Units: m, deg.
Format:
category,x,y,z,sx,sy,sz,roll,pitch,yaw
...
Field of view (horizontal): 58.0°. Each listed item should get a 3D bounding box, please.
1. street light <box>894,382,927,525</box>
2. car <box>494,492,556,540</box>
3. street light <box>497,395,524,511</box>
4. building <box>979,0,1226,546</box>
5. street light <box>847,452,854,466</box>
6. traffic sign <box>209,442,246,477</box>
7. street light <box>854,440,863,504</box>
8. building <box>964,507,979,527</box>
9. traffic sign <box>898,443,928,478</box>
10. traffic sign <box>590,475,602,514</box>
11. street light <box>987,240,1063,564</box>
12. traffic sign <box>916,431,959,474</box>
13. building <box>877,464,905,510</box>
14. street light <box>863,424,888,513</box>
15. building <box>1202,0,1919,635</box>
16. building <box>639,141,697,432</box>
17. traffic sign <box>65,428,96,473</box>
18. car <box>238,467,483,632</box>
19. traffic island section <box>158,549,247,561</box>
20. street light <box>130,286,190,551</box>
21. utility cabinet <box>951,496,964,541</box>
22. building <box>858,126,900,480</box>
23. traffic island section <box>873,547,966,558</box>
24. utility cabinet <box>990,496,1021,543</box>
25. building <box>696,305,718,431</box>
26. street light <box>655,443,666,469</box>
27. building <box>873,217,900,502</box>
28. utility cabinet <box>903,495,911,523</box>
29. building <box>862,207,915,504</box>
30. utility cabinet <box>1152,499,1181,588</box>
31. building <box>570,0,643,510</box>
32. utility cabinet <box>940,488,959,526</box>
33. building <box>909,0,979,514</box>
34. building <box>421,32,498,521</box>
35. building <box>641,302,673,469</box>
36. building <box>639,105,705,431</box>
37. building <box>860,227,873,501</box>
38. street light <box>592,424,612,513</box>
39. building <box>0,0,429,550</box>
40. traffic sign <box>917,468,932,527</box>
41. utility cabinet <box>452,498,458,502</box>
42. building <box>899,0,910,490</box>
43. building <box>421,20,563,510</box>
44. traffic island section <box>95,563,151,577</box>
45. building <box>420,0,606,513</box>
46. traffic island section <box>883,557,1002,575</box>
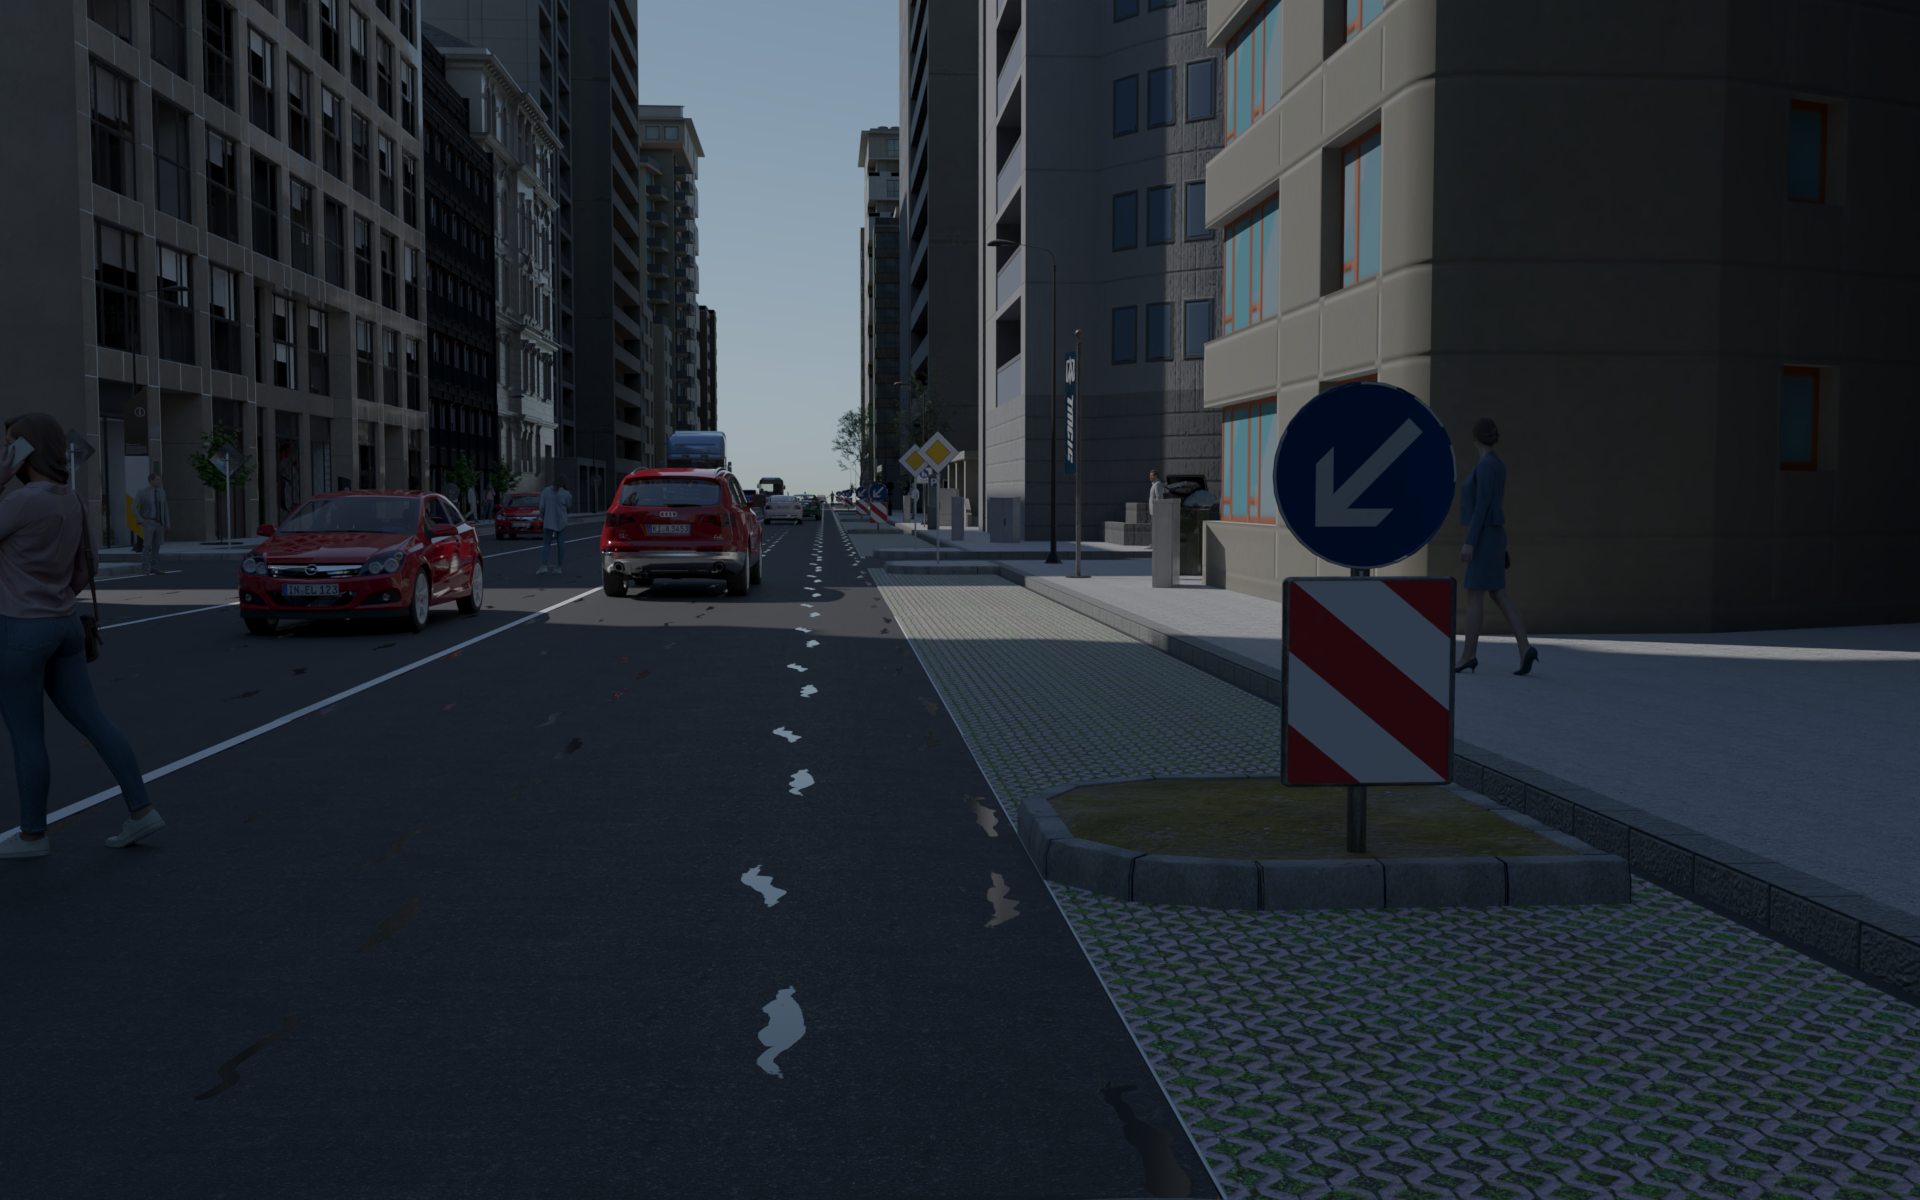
category,x,y,z,sx,sy,sz,roll,pitch,yaw
street light,-2.029,-6.089,72.104,1.470,5.913,1.316,0,4,-4
car,-13.843,-2.860,55.805,2.155,1.783,4.494,0,4,-6
street light,-21.135,-6.656,81.367,1.470,5.913,1.316,0,4,-4
building,15.364,-31.120,50.809,28.212,58.520,21.231,0,4,-4
street light,-11.480,-13.373,191.196,1.470,5.913,1.316,0,4,-4
traffic sign,-16.358,-2.233,38.703,0.795,2.593,0.064,0,4,-4
street light,-8.067,-10.726,147.905,1.470,5.913,1.316,0,4,-4
building,15.799,-23.401,74.484,32.217,40.220,23.993,0,4,-4
traffic sign,-1.009,-2.305,39.878,0.795,2.593,0.064,0,4,-4
traffic sign,-23.922,-6.950,113.731,0.768,2.556,0.104,0,4,1
street light,1.189,-3.626,31.818,1.470,5.913,1.316,0,4,-4
traffic sign,-0.387,-1.818,31.917,0.795,2.593,0.064,0,4,-4
building,2.742,-44.436,164.778,20.563,71.187,20.611,0,4,-4
street light,-5.488,-8.705,114.873,1.470,5.913,1.316,0,4,-4
building,18.356,-10.131,10.686,27.650,21.520,28.899,0,4,-4
building,-43.844,-34.004,210.595,22.147,44.769,28.867,0,4,-4
traffic sign,-15.736,-1.746,30.742,0.795,2.593,0.064,0,4,-4
car,-6.596,-0.632,19.370,2.155,1.783,4.494,0,4,-4
traffic island section,-16.381,-1.008,38.768,2.009,0.180,2.903,0,4,-4
street light,-17.875,-4.048,38.727,1.470,5.913,1.316,0,4,-4
utility cabinet,-0.051,-2.262,48.152,0.306,1.237,1.020,0,4,4
building,0.199,-40.155,245.773,28.713,52.752,27.495,0,4,-4
traffic island section,-0.986,-1.081,39.962,2.009,0.180,2.903,0,4,-4
utility cabinet,1.186,-2.113,45.715,0.306,1.237,1.020,-2,4,-34
building,-43.955,-29.888,260.372,14.160,30.474,14.107,0,4,-4
street light,-27.150,-11.319,157.607,1.470,5.913,1.316,0,4,-4
building,-2.205,-25.157,183.015,14.160,30.474,14.107,0,4,-4
utility cabinet,-2.389,-4.053,77.424,0.306,1.237,1.020,0,4,-4
building,3.742,-32.341,220.658,32.217,40.220,23.993,0,4,-4
utility cabinet,2.866,-0.792,24.117,0.306,1.237,1.020,1,4,13
building,-38.363,-31.789,143.451,21.300,48.544,21.600,0,4,-4
utility cabinet,-0.623,-3.652,68.397,1.173,1.500,0.318,1,4,21
building,8.105,-29.404,104.463,21.300,48.544,21.600,0,4,-4
building,-29.210,-15.311,80.015,12.332,23.373,15.834,0,4,-4
building,-43.398,-19.851,169.595,27.650,21.520,28.899,0,4,-4
building,-50.102,-39.684,238.078,28.713,52.752,27.495,0,4,-4
building,-8.397,-35.695,267.214,14.154,41.232,14.086,0,4,-4
street light,-23.770,-8.714,115.012,1.470,5.913,1.316,0,4,-4
building,-30.620,-15.298,54.641,19.350,26.468,34.151,0,4,-4
traffic sign,-1.374,-3.950,66.708,0.606,2.300,0.079,0,4,4
utility cabinet,-20.638,-3.624,70.415,0.306,1.237,1.020,0,4,-7
building,2.781,-29.150,126.716,14.600,45.320,14.200,0,4,-4
building,-31.366,-19.084,99.406,14.401,28.519,23.554,0,4,-4
traffic island section,-15.759,-0.521,30.807,2.009,0.180,2.903,0,4,-4
building,-36.208,-41.807,121.798,20.563,71.187,20.611,0,4,-4
traffic island section,-0.364,-0.595,32.001,2.009,0.180,2.903,0,4,-4
